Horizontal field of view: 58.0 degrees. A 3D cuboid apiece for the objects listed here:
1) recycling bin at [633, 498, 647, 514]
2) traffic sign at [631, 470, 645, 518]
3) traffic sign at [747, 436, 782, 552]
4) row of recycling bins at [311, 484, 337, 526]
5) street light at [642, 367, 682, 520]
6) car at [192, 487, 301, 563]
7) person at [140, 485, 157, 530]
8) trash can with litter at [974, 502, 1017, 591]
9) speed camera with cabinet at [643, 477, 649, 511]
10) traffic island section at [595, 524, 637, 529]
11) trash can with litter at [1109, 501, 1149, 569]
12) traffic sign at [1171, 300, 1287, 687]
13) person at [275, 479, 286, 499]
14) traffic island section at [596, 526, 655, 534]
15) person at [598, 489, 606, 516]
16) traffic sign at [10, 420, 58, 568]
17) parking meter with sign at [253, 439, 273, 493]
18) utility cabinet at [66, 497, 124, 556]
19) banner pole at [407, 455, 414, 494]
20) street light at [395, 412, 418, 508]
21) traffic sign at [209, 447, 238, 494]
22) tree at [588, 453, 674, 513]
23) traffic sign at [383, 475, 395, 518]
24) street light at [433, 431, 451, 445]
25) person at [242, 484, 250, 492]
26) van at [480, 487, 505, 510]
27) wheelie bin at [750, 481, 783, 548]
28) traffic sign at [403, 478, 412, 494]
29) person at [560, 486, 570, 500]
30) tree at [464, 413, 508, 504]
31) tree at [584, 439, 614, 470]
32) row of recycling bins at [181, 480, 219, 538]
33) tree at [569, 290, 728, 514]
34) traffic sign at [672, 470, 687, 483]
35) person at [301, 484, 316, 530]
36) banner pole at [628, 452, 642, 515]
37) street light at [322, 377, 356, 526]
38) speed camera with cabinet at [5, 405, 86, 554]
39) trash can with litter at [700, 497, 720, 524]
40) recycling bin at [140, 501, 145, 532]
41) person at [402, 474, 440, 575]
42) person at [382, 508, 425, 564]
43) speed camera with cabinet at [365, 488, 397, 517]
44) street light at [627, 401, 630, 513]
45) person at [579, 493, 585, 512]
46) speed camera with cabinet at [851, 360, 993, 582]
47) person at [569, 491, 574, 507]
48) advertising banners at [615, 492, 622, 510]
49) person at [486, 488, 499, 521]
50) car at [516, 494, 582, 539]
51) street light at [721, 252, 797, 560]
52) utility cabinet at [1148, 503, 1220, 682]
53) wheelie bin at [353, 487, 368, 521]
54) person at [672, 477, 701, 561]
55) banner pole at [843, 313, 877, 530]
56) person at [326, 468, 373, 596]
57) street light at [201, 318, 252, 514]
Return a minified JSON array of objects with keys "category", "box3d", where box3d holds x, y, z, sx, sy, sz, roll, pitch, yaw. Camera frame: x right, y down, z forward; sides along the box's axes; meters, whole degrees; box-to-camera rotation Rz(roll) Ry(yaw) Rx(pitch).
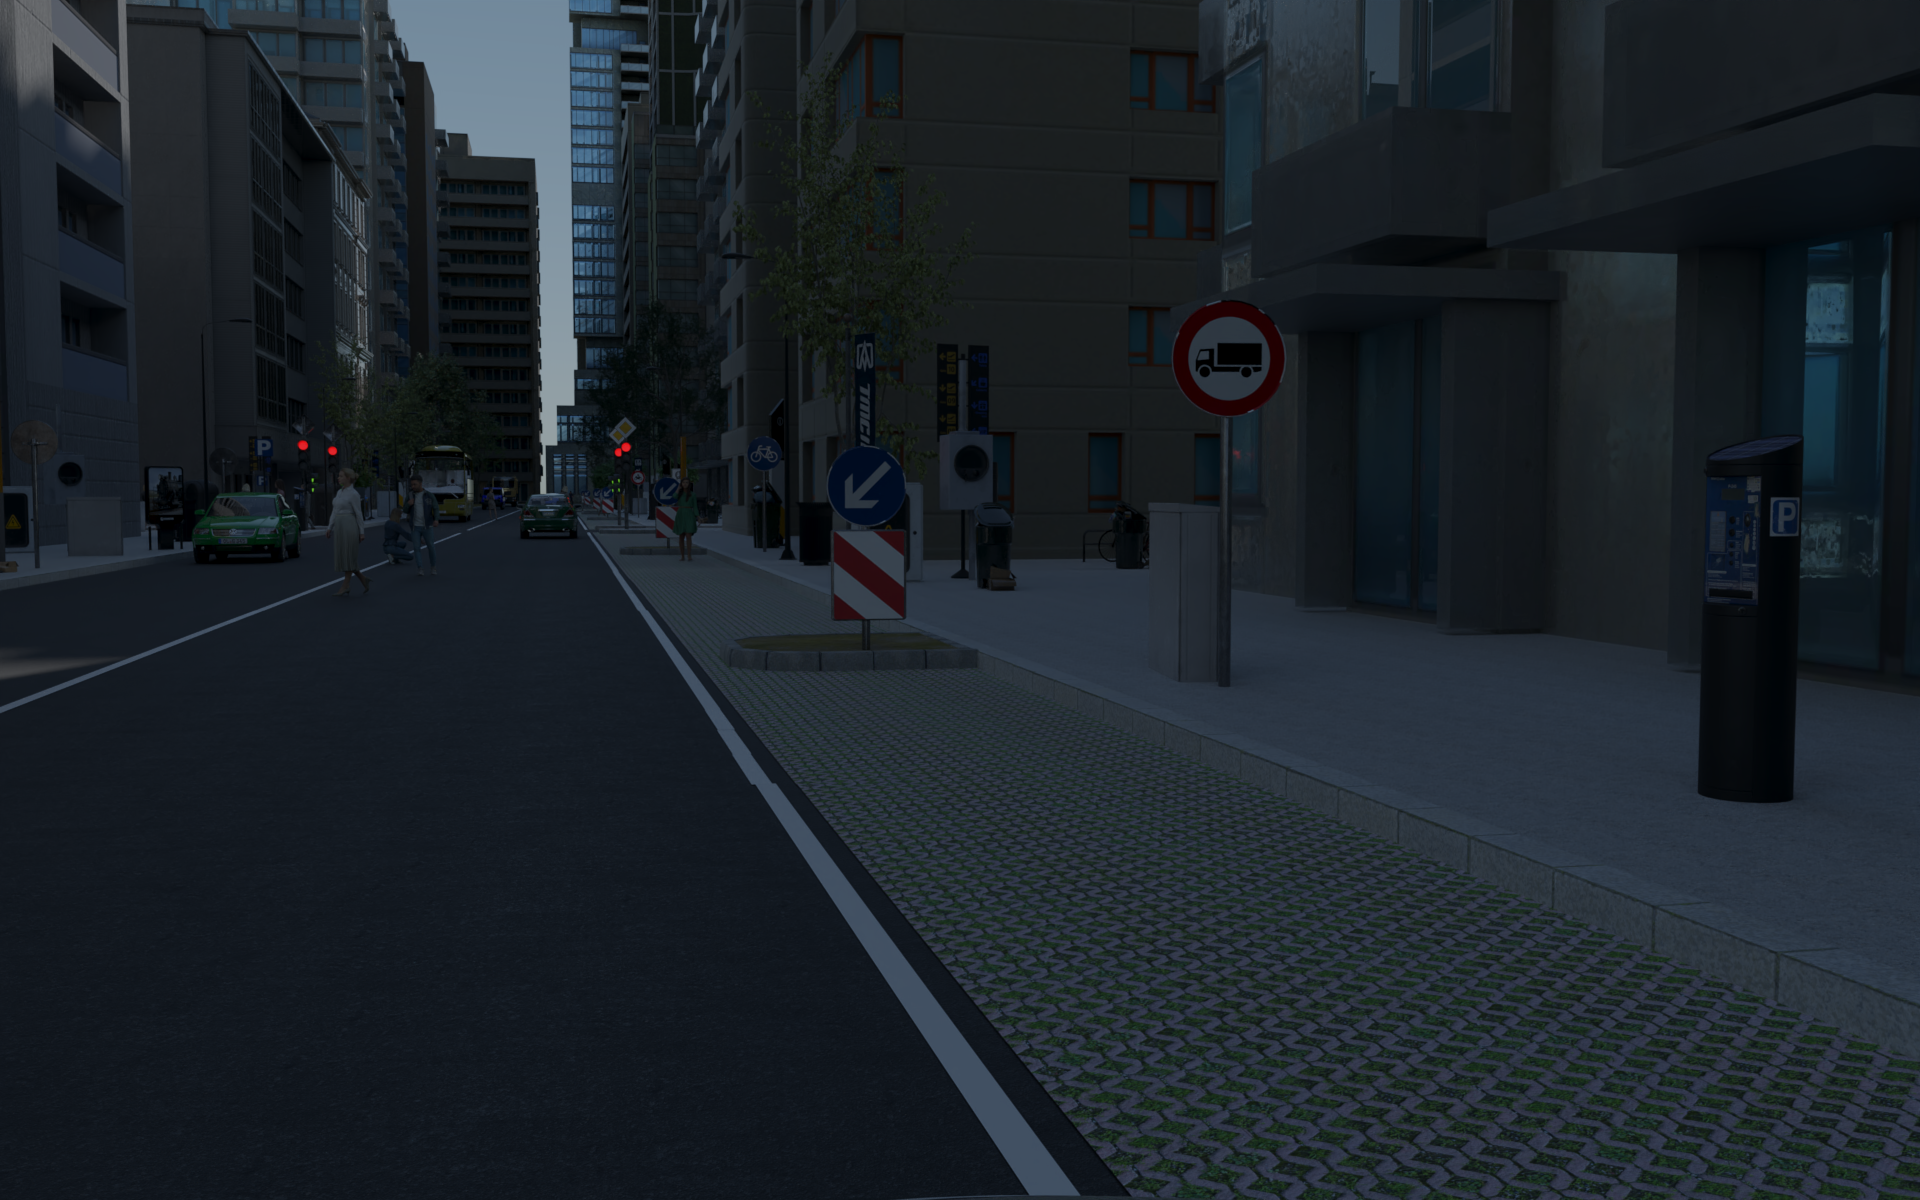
[{"category":"recycling bin","box3d":[-20.320,-5.951,109.856,0.722,1.027,0.722,2,4,27]},{"category":"traffic sign","box3d":[-17.353,-5.709,93.440,0.768,2.556,0.104,0,4,-4]},{"category":"traffic sign","box3d":[-4.319,-2.333,38.253,0.768,2.556,0.104,0,4,-5]},{"category":"row of recycling bins","box3d":[-25.995,-3.926,71.302,1.069,1.692,3.534,-1,4,-12]},{"category":"street light","box3d":[-10.752,-5.558,63.420,1.470,5.913,1.316,-1,4,-13]},{"category":"car","box3d":[-15.420,-1.758,37.543,1.959,1.807,4.718,-1,4,-15]},{"category":"person","box3d":[-30.162,-3.452,65.154,1.509,1.804,0.699,0,4,-7]},{"category":"trash can with litter","box3d":[0.553,-0.731,23.347,0.624,1.170,1.055,-1,4,-13]},{"category":"speed camera with cabinet","box3d":[-24.073,-8.504,133.373,0.660,3.252,2.038,-1,4,-8]},{"category":"traffic island section","box3d":[-13.940,-2.982,71.029,2.009,0.180,2.903,-1,4,-13]},{"category":"trash can with litter","box3d":[3.128,-1.127,29.822,1.055,1.170,0.624,-1,4,-13]},{"category":"traffic sign","box3d":[1.763,-0.695,11.467,0.768,2.556,0.104,0,4,-4]},{"category":"person","box3d":[-17.904,-2.262,45.501,0.388,1.821,0.555,-2,4,-33]},{"category":"traffic island section","box3d":[-12.150,-2.506,63.246,2.009,0.180,2.903,-1,4,-13]},{"category":"person","box3d":[-23.311,-6.363,112.763,0.641,1.798,0.478,3,4,36]},{"category":"traffic sign","box3d":[-15.945,-1.820,29.855,0.768,2.556,0.104,-1,4,-9]},{"category":"parking meter with sign","box3d":[-22.452,-3.637,55.721,0.543,3.016,1.738,-2,4,-27]},{"category":"utility cabinet","box3d":[-17.938,-1.515,35.930,1.020,1.237,0.306,-1,4,-22]},{"category":"banner pole","box3d":[-35.614,-7.472,112.181,0.401,3.779,0.863,1,4,22]},{"category":"street light","box3d":[-31.449,-7.691,98.292,1.470,5.913,1.316,-1,4,-13]},{"category":"traffic sign","box3d":[-20.131,-2.890,47.362,0.768,2.556,0.104,0,4,-4]},{"category":"tree","box3d":[-22.788,-8.260,118.757,4.285,4.588,4.351,0,3,0]},{"category":"traffic sign","box3d":[-30.293,-5.493,91.934,0.606,2.300,0.079,-1,4,-12]},{"category":"street light","box3d":[-38.072,-9.462,127.252,1.470,5.913,1.316,-1,4,-13]},{"category":"person","box3d":[-25.672,-3.274,62.213,0.537,1.800,0.526,-1,4,-15]},{"category":"van","box3d":[-42.739,-9.431,158.576,2.240,2.365,5.245,-1,4,-13]},{"category":"wheelie bin","box3d":[-4.612,-2.032,41.137,0.693,1.594,0.980,-1,4,-20]},{"category":"traffic sign","box3d":[-34.872,-6.559,109.373,0.606,2.300,0.079,0,4,-5]},{"category":"person","box3d":[-17.719,-4.218,77.650,0.537,1.800,0.526,1,4,12]},{"category":"tree","box3d":[-60.540,-17.811,216.961,9.928,11.665,9.643,0,3,0]},{"category":"tree","box3d":[-43.634,-15.916,210.596,4.360,8.622,3.978,0,3,0]},{"category":"row of recycling bins","box3d":[-22.308,-2.656,50.546,1.069,1.692,3.534,-2,4,-30]},{"category":"tree","box3d":[-13.269,-8.891,79.775,7.601,10.594,8.767,0,4,1]},{"category":"traffic sign","box3d":[-11.438,-4.192,70.674,0.606,2.300,0.079,-1,4,-8]},{"category":"person","box3d":[-25.082,-3.526,66.246,0.767,1.812,0.694,0,4,3]},{"category":"banner pole","box3d":[-19.412,-6.954,103.718,0.863,3.779,0.401,0,4,6]},{"category":"street light","box3d":[-24.699,-5.895,68.919,1.470,5.913,1.316,-1,4,-13]},{"category":"speed camera with cabinet","box3d":[-20.303,-2.666,37.919,0.660,3.252,2.038,3,4,37]},{"category":"trash can with litter","box3d":[-10.844,-3.867,74.614,1.055,1.170,0.624,3,4,38]},{"category":"recycling bin","box3d":[-28.169,-2.826,58.765,0.722,1.027,0.722,0,4,3]},{"category":"person","box3d":[-9.537,-1.334,30.659,0.623,1.781,0.721,-1,4,-19]},{"category":"person","box3d":[-11.590,-1.330,35.741,0.738,1.151,1.012,-3,5,-41]},{"category":"speed camera with cabinet","box3d":[-32.543,-6.257,96.635,2.038,3.252,0.660,-1,4,-10]},{"category":"street light","box3d":[-16.026,-6.959,86.326,1.470,5.913,1.316,-1,4,-13]},{"category":"person","box3d":[-29.875,-7.713,137.202,0.503,1.515,0.523,2,4,32]},{"category":"speed camera with cabinet","box3d":[-0.569,-1.897,25.350,2.038,3.252,0.660,-1,4,-16]},{"category":"person","box3d":[-42.192,-10.970,188.303,0.568,1.767,0.683,2,4,27]},{"category":"advertising banners","box3d":[-26.836,-8.602,136.828,0.090,3.025,2.074,-2,4,-35]},{"category":"person","box3d":[-25.260,-5.183,93.576,0.599,1.781,0.374,1,4,21]},{"category":"car","box3d":[-13.579,-2.777,57.208,2.131,1.459,4.920,-1,4,-13]},{"category":"street light","box3d":[-3.896,-3.733,33.584,1.470,5.913,1.316,-1,4,-13]},{"category":"utility cabinet","box3d":[1.586,-0.068,12.281,0.306,1.237,1.020,0,4,-6]},{"category":"wheelie bin","box3d":[-28.428,-4.515,81.723,0.980,1.594,0.693,-1,4,-15]},{"category":"person","box3d":[-5.833,-1.720,36.873,0.600,1.795,0.529,-1,4,-16]},{"category":"banner pole","box3d":[-1.404,-2.074,23.923,0.401,3.779,0.863,-3,5,-40]},{"category":"person","box3d":[-8.622,-0.965,24.509,0.641,1.798,0.478,-3,5,-44]},{"category":"street light","box3d":[-19.361,-4.476,45.719,1.470,5.913,1.316,-1,4,-13]}]
